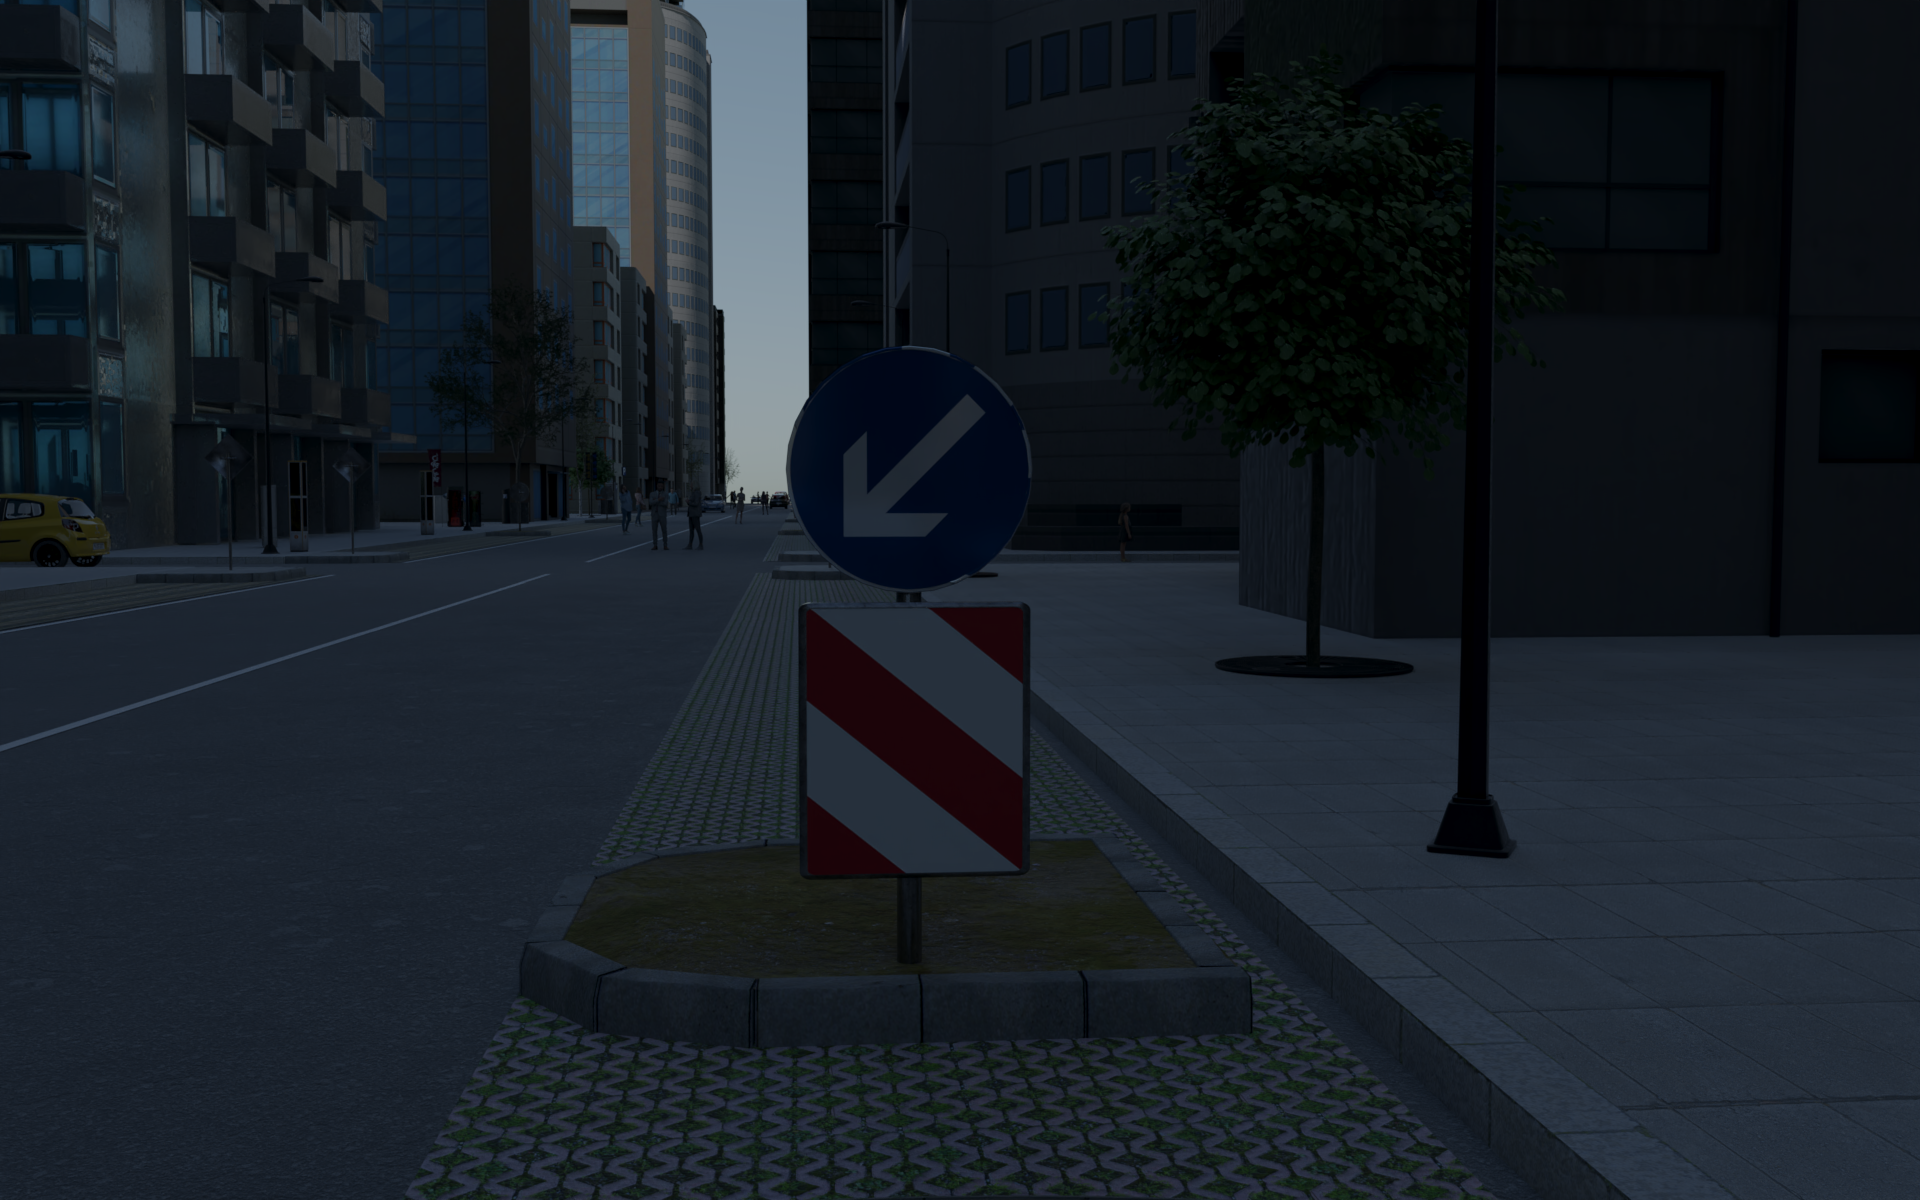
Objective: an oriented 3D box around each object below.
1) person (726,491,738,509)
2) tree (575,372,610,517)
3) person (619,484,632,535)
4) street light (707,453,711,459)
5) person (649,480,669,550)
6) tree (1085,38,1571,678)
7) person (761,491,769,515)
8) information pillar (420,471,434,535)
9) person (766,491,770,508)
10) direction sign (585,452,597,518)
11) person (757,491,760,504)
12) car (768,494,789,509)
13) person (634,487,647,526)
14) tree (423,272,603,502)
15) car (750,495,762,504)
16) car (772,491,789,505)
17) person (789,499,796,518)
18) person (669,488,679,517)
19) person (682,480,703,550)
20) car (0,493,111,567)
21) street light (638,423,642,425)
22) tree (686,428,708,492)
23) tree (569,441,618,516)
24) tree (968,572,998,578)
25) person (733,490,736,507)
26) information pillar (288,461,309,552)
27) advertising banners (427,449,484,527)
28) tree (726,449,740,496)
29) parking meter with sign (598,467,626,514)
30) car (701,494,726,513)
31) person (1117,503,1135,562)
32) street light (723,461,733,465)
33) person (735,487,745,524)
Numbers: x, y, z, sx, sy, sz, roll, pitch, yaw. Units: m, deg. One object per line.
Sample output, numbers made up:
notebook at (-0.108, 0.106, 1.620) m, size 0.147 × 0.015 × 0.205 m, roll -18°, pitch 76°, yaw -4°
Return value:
person at (-21.514, -9.435, 163.582) m, size 1.217 × 1.723 × 0.721 m, roll -1°, pitch 4°, yaw -19°
tree at (-21.751, -9.055, 98.409) m, size 4.360 × 8.622 × 3.978 m, roll 0°, pitch 3°, yaw 0°
person at (-11.798, -3.200, 61.085) m, size 0.793 × 1.790 × 0.793 m, roll 0°, pitch 4°, yaw -4°
street light at (-29.045, -13.652, 195.743) m, size 1.470 × 5.913 × 1.316 m, roll 0°, pitch 4°, yaw -5°
person at (-7.715, -2.186, 44.426) m, size 0.511 × 1.800 × 0.466 m, roll -1°, pitch 4°, yaw -16°
tree at (2.627, -1.763, 12.535) m, size 4.285 × 4.588 × 4.351 m, roll 0°, pitch 3°, yaw 0°
person at (-13.421, -6.676, 119.114) m, size 0.415 × 1.643 × 0.593 m, roll 3°, pitch 5°, yaw 44°
information pillar at (-16.734, -3.050, 54.367) m, size 0.304 × 2.012 × 0.304 m, roll 3°, pitch 4°, yaw 38°
person at (-20.404, -10.688, 183.968) m, size 1.217 × 1.735 × 0.721 m, roll 3°, pitch 5°, yaw 43°
direction sign at (-19.923, -6.215, 93.608) m, size 0.379 × 3.537 × 0.876 m, roll 2°, pitch 4°, yaw 29°
person at (-28.740, -14.582, 246.932) m, size 0.705 × 1.822 × 1.348 m, roll 0°, pitch 4°, yaw 2°
car at (-17.463, -9.591, 166.597) m, size 2.009 × 1.686 × 4.222 m, roll 0°, pitch 4°, yaw -7°
person at (-14.222, -4.131, 76.632) m, size 0.643 × 1.750 × 0.593 m, roll -3°, pitch 5°, yaw -41°
tree at (-19.108, -8.529, 73.867) m, size 8.767 × 10.594 × 7.601 m, roll 1°, pitch 4°, yaw 12°
car at (-30.527, -15.149, 260.264) m, size 1.945 × 1.354 × 3.894 m, roll 0°, pitch 4°, yaw -4°
car at (-23.126, -13.140, 223.513) m, size 2.281 × 1.827 × 5.304 m, roll 0°, pitch 4°, yaw -7°
person at (-9.689, -5.704, 101.873) m, size 0.709 × 1.813 × 0.853 m, roll -1°, pitch 4°, yaw -15°
person at (-18.053, -6.151, 109.091) m, size 0.660 × 1.820 × 0.620 m, roll 0°, pitch 4°, yaw -7°
person at (-6.868, -2.193, 44.540) m, size 0.526 × 1.800 × 0.537 m, roll -1°, pitch 4°, yaw -15°
car at (-18.381, -1.388, 32.912) m, size 3.980 × 1.641 × 2.015 m, roll 0°, pitch 4°, yaw -3°
street light at (-21.529, -8.617, 113.434) m, size 1.470 × 5.913 × 1.316 m, roll 0°, pitch 4°, yaw -5°
tree at (-29.436, -14.468, 186.906) m, size 4.360 × 8.622 × 3.978 m, roll 0°, pitch 3°, yaw 0°
tree at (-22.192, -7.318, 103.363) m, size 4.285 × 4.588 × 4.351 m, roll 0°, pitch 3°, yaw 0°
tree at (0.183, -1.980, 26.980) m, size 1.663 × 3.219 × 1.824 m, roll 0°, pitch 3°, yaw 0°
person at (-24.095, -10.800, 185.070) m, size 0.705 × 1.826 × 1.348 m, roll 0°, pitch 4°, yaw 4°
information pillar at (-14.644, -2.070, 38.328) m, size 0.304 × 2.012 × 0.304 m, roll 0°, pitch 4°, yaw 2°
advertising banners at (-19.576, -4.343, 67.192) m, size 2.074 × 3.025 × 0.090 m, roll -1°, pitch 4°, yaw -9°
tree at (-36.525, -19.617, 271.104) m, size 4.360 × 8.622 × 3.978 m, roll 0°, pitch 3°, yaw 0°
parking meter with sign at (-22.446, -7.052, 111.560) m, size 1.738 × 3.016 × 0.543 m, roll 1°, pitch 4°, yaw 8°
car at (-18.936, -7.396, 132.929) m, size 2.014 × 1.417 × 4.499 m, roll 0°, pitch 4°, yaw -6°
person at (3.506, -1.428, 36.523) m, size 0.373 × 1.253 × 0.362 m, roll 0°, pitch 4°, yaw -2°
street light at (-35.541, -17.939, 265.843) m, size 1.470 × 5.913 × 1.316 m, roll 0°, pitch 4°, yaw -5°
person at (-10.492, -4.522, 82.773) m, size 0.599 × 1.781 × 0.374 m, roll -2°, pitch 4°, yaw -29°
